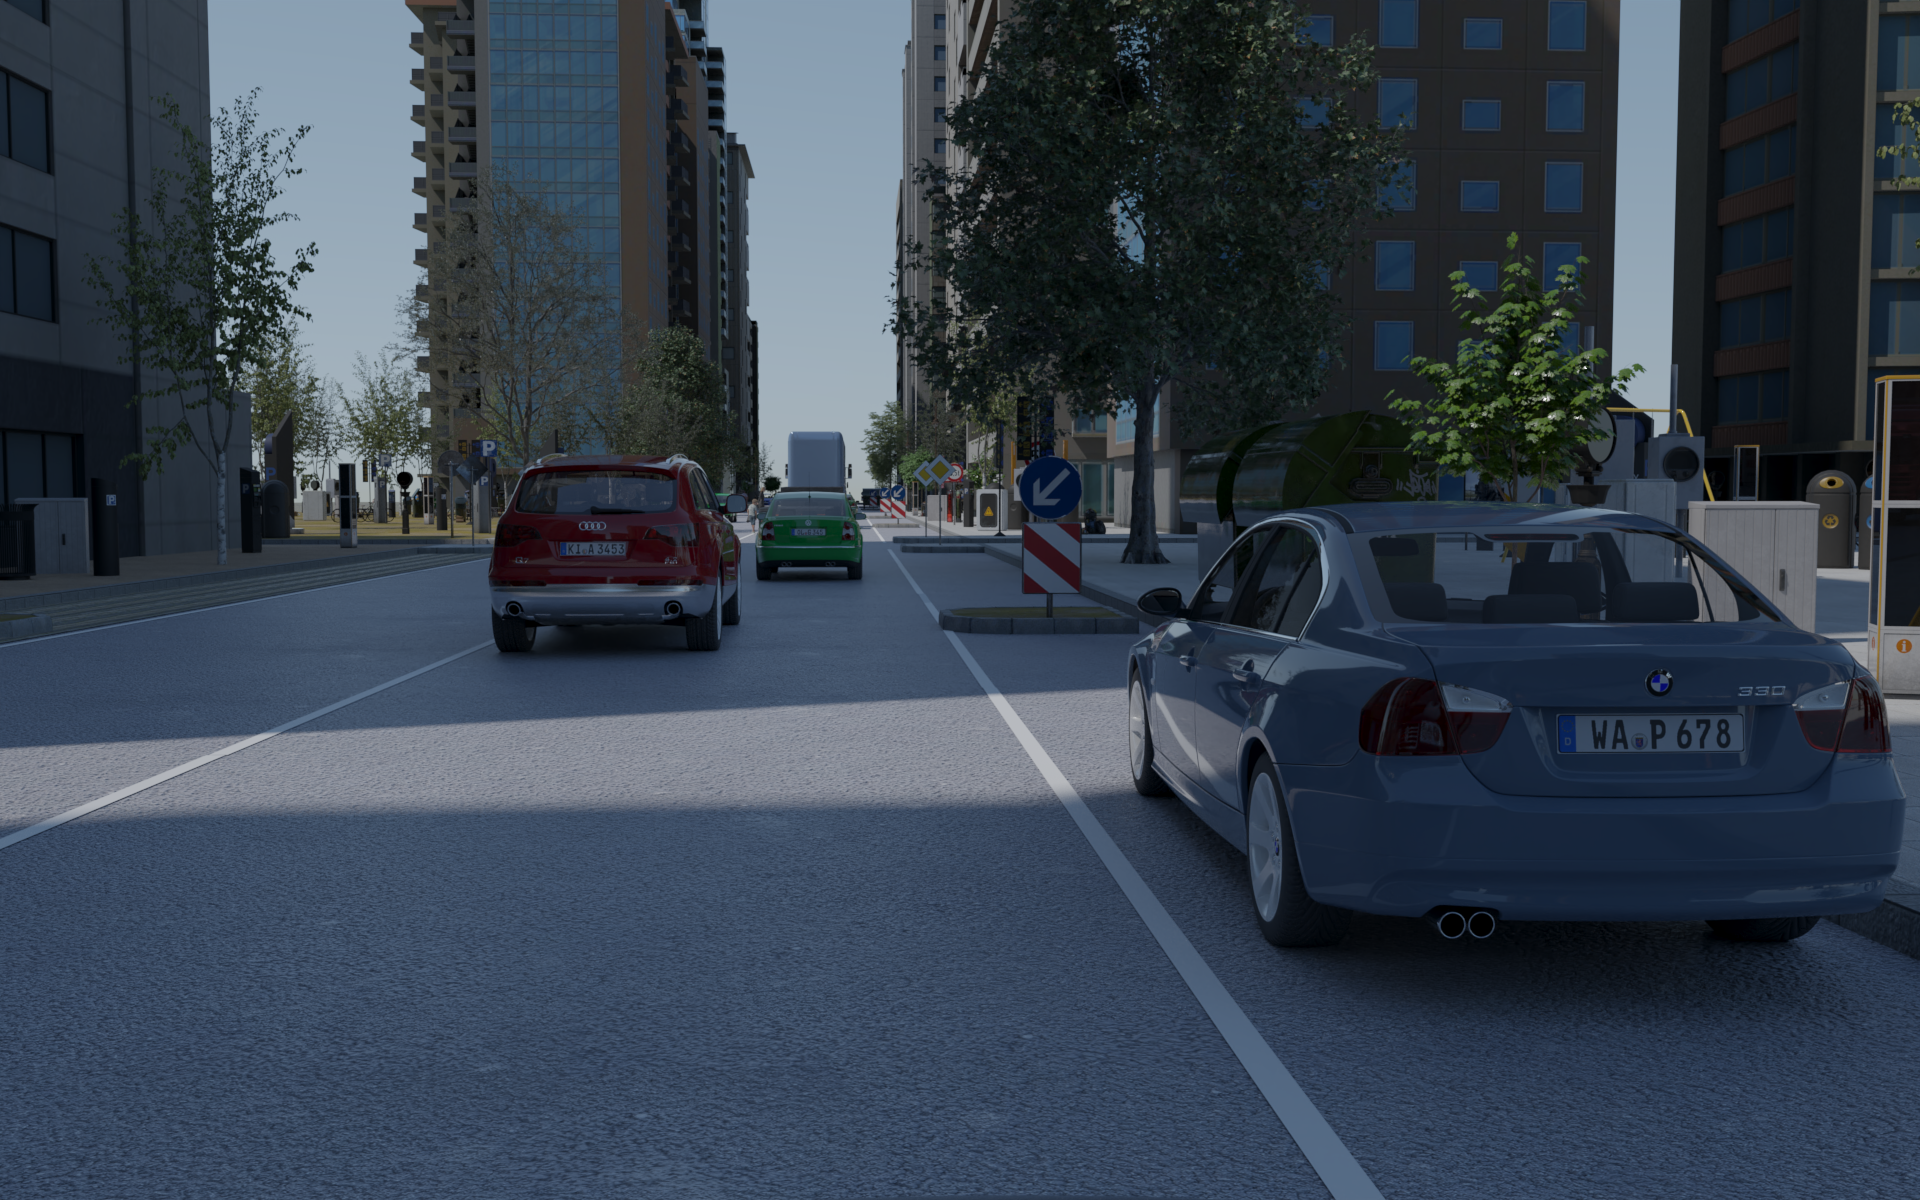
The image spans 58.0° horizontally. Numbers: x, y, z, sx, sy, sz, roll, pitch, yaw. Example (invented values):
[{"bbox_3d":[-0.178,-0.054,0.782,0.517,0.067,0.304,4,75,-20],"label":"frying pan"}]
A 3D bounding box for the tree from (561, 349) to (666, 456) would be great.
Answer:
[{"bbox_3d":[-16.940,-8.235,85.006,4.360,8.622,3.978,0,3,0],"label":"tree"}]

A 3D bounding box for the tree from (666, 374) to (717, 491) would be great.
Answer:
[{"bbox_3d":[-17.875,-9.437,104.654,4.360,8.622,3.978,0,3,0],"label":"tree"}]

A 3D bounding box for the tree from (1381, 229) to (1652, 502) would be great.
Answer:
[{"bbox_3d":[4.088,-1.114,12.818,1.663,3.219,1.824,0,3,0],"label":"tree"}]

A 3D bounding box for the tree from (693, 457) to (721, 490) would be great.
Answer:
[{"bbox_3d":[-21.108,-9.688,142.115,4.285,4.588,4.351,0,3,0],"label":"tree"}]

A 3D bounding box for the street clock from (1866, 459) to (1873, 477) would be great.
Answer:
[{"bbox_3d":[18.538,-1.857,34.931,0.358,2.002,0.471,-2,4,-33],"label":"street clock"}]

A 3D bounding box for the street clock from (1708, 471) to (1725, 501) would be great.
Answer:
[{"bbox_3d":[23.849,-3.064,54.669,0.471,2.002,0.358,1,4,15],"label":"street clock"}]

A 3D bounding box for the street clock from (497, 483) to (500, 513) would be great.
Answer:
[{"bbox_3d":[-29.129,-6.373,108.773,0.471,2.002,0.358,-2,4,-28],"label":"street clock"}]

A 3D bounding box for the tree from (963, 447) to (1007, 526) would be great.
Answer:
[{"bbox_3d":[1.072,-4.607,69.919,1.663,3.219,1.824,0,3,0],"label":"tree"}]

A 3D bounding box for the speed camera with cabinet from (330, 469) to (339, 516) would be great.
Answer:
[{"bbox_3d":[-37.510,-6.625,102.657,0.660,3.252,2.038,0,4,8],"label":"speed camera with cabinet"}]

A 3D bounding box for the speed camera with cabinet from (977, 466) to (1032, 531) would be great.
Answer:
[{"bbox_3d":[1.620,-4.031,60.241,2.038,3.252,0.660,1,4,19],"label":"speed camera with cabinet"}]

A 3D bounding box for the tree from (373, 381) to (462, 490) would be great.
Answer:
[{"bbox_3d":[-34.611,-9.881,111.917,4.360,8.622,3.978,0,3,0],"label":"tree"}]

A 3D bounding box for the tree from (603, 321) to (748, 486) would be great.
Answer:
[{"bbox_3d":[-18.826,-12.083,114.563,9.611,12.733,9.660,0,3,0],"label":"tree"}]

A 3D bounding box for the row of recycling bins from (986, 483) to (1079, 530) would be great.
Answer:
[{"bbox_3d":[2.555,-3.366,62.153,3.534,1.692,1.069,1,4,18],"label":"row of recycling bins"}]

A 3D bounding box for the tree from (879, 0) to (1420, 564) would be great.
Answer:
[{"bbox_3d":[3.412,-7.014,31.688,9.611,12.733,9.660,0,3,0],"label":"tree"}]

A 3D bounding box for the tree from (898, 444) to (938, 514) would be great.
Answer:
[{"bbox_3d":[-2.435,-8.008,114.649,4.285,4.588,4.351,0,3,0],"label":"tree"}]

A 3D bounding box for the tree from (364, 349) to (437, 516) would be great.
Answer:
[{"bbox_3d":[-29.230,-8.353,86.933,4.737,8.622,4.395,0,3,0],"label":"tree"}]

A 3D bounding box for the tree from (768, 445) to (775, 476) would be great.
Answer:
[{"bbox_3d":[-27.607,-17.674,239.334,4.360,8.622,3.978,0,3,0],"label":"tree"}]

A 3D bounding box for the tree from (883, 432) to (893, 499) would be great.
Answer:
[{"bbox_3d":[-3.390,-11.276,134.730,4.360,8.622,3.978,0,3,0],"label":"tree"}]

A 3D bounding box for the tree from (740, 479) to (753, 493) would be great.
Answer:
[{"bbox_3d":[-24.935,-12.571,200.134,1.663,3.219,1.824,0,3,0],"label":"tree"}]

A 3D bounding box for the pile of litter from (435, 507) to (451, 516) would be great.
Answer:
[{"bbox_3d":[-29.766,-5.239,99.630,1.176,0.858,1.719,-1,4,-10],"label":"pile of litter"}]

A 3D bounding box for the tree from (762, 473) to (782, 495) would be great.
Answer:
[{"bbox_3d":[-28.813,-17.212,265.135,4.285,4.588,4.351,0,3,0],"label":"tree"}]

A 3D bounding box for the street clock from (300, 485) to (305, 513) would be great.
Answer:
[{"bbox_3d":[-44.503,-6.898,117.354,0.358,2.002,0.471,0,4,-6],"label":"street clock"}]

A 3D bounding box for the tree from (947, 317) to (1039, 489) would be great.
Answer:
[{"bbox_3d":[1.124,-6.932,63.708,4.737,8.622,4.395,0,3,0],"label":"tree"}]

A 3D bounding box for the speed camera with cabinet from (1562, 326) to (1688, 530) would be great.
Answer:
[{"bbox_3d":[7.570,-1.559,19.821,0.660,3.252,2.038,0,4,3],"label":"speed camera with cabinet"}]

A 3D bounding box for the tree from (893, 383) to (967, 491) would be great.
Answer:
[{"bbox_3d":[-1.053,-9.555,106.583,4.360,8.622,3.978,0,3,0],"label":"tree"}]

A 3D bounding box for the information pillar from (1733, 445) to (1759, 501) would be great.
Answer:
[{"bbox_3d":[11.884,-1.329,26.220,0.304,2.012,0.304,1,4,16],"label":"information pillar"}]

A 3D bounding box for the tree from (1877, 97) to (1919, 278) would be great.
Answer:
[{"bbox_3d":[12.066,-4.191,18.887,4.737,8.622,4.395,0,3,0],"label":"tree"}]

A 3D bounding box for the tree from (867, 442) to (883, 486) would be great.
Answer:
[{"bbox_3d":[-10.145,-16.969,227.808,4.360,8.622,3.978,0,3,0],"label":"tree"}]

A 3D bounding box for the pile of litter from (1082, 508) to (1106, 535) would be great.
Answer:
[{"bbox_3d":[3.960,-2.530,55.330,1.719,0.858,1.176,-2,4,-25],"label":"pile of litter"}]

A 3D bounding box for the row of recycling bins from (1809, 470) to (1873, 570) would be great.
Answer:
[{"bbox_3d":[15.854,-1.335,28.937,1.069,1.692,3.534,-2,4,-32],"label":"row of recycling bins"}]

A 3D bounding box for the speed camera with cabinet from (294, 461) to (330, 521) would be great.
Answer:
[{"bbox_3d":[-31.660,-5.451,83.455,2.038,3.252,0.660,0,4,-6],"label":"speed camera with cabinet"}]

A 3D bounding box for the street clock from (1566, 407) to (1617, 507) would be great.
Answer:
[{"bbox_3d":[5.241,-0.605,14.461,0.471,2.002,0.358,-3,5,-39],"label":"street clock"}]

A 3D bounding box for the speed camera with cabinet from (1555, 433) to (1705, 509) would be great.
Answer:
[{"bbox_3d":[10.202,-1.962,26.412,2.038,3.252,0.660,0,4,5],"label":"speed camera with cabinet"}]

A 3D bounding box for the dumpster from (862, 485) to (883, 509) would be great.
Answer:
[{"bbox_3d":[-8.246,-9.695,163.456,1.985,2.255,1.502,0,4,-3],"label":"dumpster"}]

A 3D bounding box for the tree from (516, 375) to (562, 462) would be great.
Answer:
[{"bbox_3d":[-21.447,-8.776,93.852,4.360,8.622,3.978,0,3,0],"label":"tree"}]

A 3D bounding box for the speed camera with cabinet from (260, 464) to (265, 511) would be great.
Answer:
[{"bbox_3d":[-44.186,-7.077,110.039,0.660,3.252,2.038,0,4,4],"label":"speed camera with cabinet"}]

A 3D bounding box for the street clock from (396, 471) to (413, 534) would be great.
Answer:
[{"bbox_3d":[-17.731,-3.107,55.364,0.471,2.002,0.358,0,4,1],"label":"street clock"}]

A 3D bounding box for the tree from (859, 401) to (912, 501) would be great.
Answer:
[{"bbox_3d":[-8.339,-17.837,209.758,7.486,12.596,7.792,0,3,0],"label":"tree"}]

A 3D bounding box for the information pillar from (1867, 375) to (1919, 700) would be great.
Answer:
[{"bbox_3d":[5.919,-0.391,10.881,0.304,2.012,0.304,1,4,16],"label":"information pillar"}]

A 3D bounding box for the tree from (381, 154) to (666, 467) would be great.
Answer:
[{"bbox_3d":[-16.158,-9.380,63.739,12.009,13.543,11.850,0,3,0],"label":"tree"}]

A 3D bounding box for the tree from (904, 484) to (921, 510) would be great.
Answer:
[{"bbox_3d":[-3.778,-9.011,141.929,1.663,3.219,1.824,0,3,0],"label":"tree"}]

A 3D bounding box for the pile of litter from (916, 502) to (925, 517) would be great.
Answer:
[{"bbox_3d":[-1.758,-5.150,98.163,1.176,0.858,1.719,-2,4,-28],"label":"pile of litter"}]

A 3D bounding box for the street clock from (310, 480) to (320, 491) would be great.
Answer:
[{"bbox_3d":[-33.892,-5.291,91.080,0.471,2.002,0.358,2,4,26],"label":"street clock"}]

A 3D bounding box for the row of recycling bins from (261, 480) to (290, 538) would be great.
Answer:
[{"bbox_3d":[-21.298,-2.670,50.767,3.534,1.692,1.069,1,4,12],"label":"row of recycling bins"}]

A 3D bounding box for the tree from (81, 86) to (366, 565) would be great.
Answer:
[{"bbox_3d":[-13.595,-4.963,31.500,4.737,8.622,4.395,0,3,0],"label":"tree"}]

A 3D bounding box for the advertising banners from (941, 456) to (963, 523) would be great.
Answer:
[{"bbox_3d":[-0.443,-5.012,78.135,0.090,3.025,2.074,-2,4,-31],"label":"advertising banners"}]

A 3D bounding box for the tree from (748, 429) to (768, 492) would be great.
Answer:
[{"bbox_3d":[-23.011,-14.114,181.122,4.360,8.622,3.978,0,3,0],"label":"tree"}]

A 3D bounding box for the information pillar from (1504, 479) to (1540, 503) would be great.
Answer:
[{"bbox_3d":[7.912,-2.016,24.309,0.504,3.616,0.183,2,4,31],"label":"information pillar"}]

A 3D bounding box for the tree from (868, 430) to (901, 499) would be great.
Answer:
[{"bbox_3d":[-8.417,-15.140,197.900,4.737,8.622,4.395,0,3,0],"label":"tree"}]

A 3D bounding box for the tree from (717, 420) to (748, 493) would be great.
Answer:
[{"bbox_3d":[-21.936,-12.620,156.698,4.360,8.622,3.978,0,3,0],"label":"tree"}]

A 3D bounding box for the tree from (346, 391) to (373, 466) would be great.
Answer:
[{"bbox_3d":[-39.066,-9.519,106.005,4.360,8.622,3.978,0,3,0],"label":"tree"}]

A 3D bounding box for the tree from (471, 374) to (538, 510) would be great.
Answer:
[{"bbox_3d":[-27.476,-9.442,104.731,4.737,8.622,4.395,0,3,0],"label":"tree"}]

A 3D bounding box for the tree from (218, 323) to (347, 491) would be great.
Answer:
[{"bbox_3d":[-28.942,-7.474,72.566,4.360,8.622,3.978,0,3,0],"label":"tree"}]
